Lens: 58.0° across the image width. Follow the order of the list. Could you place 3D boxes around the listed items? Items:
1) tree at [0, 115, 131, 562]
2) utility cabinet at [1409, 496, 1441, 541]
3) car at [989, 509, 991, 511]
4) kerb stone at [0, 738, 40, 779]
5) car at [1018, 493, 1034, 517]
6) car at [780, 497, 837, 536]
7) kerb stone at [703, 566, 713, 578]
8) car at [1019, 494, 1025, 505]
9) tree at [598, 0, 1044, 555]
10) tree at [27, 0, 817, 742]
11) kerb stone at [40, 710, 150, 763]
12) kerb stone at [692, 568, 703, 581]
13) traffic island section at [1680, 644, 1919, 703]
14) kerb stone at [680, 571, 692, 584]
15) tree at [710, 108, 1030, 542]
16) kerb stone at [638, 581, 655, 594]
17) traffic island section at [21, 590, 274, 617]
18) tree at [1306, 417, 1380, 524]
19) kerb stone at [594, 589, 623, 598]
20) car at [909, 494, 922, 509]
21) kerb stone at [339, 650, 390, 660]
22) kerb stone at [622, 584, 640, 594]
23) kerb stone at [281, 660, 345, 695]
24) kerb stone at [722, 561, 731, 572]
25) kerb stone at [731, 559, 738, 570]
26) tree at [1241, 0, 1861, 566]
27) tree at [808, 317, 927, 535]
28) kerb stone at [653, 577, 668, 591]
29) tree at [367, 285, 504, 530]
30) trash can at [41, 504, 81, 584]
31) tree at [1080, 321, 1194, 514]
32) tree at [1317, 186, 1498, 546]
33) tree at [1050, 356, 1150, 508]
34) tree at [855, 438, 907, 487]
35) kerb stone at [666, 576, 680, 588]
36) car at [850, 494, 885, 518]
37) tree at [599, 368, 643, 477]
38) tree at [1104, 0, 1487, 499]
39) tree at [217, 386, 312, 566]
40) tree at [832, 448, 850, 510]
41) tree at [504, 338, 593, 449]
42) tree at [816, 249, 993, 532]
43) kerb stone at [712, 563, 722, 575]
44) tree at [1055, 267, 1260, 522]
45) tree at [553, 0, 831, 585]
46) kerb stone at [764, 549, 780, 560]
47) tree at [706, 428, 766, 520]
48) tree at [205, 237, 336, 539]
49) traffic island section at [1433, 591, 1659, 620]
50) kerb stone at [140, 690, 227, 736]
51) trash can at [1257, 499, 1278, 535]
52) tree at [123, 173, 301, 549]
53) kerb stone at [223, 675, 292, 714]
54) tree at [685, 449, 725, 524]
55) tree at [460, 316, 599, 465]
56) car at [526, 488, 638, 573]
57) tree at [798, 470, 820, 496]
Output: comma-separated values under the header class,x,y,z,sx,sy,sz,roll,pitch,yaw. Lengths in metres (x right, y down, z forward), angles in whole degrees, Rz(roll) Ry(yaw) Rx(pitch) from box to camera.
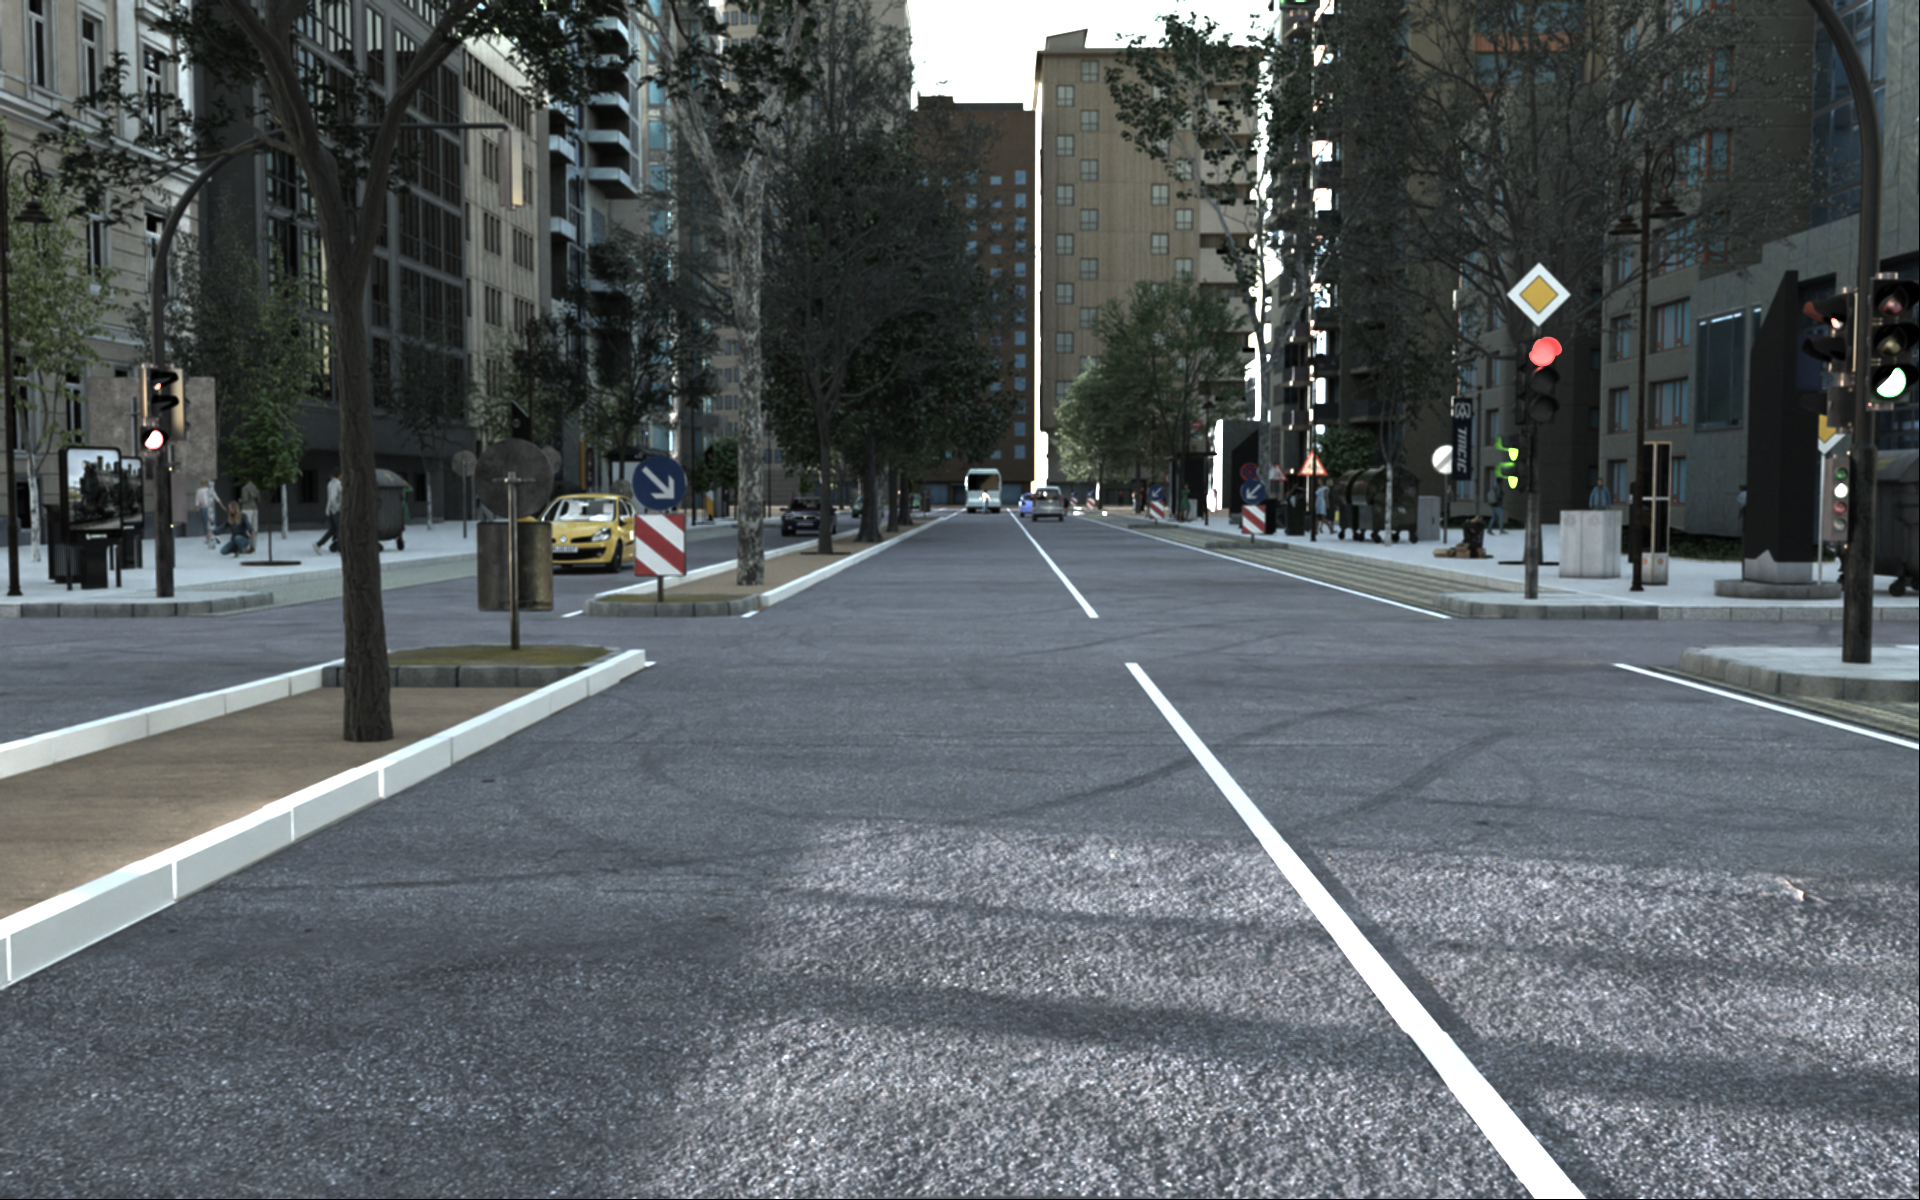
class,x,y,z,sx,sy,sz,roll,pitch,yaw
tree,-17.520,-5.017,32.386,4.737,8.622,4.395,0,3,0
utility cabinet,12.808,-2.235,47.707,1.020,1.237,0.306,-3,4,-37
car,1.793,-8.509,148.163,2.155,1.783,4.494,0,4,1
kerb stone,-4.852,0.829,8.634,0.120,0.150,1.000,0,4,1
car,4.588,-6.004,107.757,1.945,1.707,3.694,0,4,1
car,-5.231,-2.914,60.216,1.945,1.354,3.894,0,4,0
kerb stone,-4.420,-0.456,29.682,0.120,0.150,1.000,0,4,1
car,6.543,-9.325,164.470,2.014,1.417,4.499,0,4,3
tree,-3.154,-7.802,40.392,12.009,13.543,11.850,0,3,0
tree,-3.408,-4.478,10.092,8.767,10.594,7.601,0,4,1
kerb stone,-4.837,0.767,9.656,0.120,0.150,1.000,0,4,1
kerb stone,-4.437,-0.393,28.652,0.120,0.150,1.000,0,4,1
traffic island section,6.854,0.553,13.236,2.009,0.180,2.903,0,4,1
kerb stone,-4.462,-0.332,27.622,0.120,0.150,1.000,0,4,1
tree,-2.698,-8.063,51.299,9.611,12.733,9.660,0,3,0
kerb stone,-4.525,-0.142,24.550,0.120,0.150,1.000,0,4,1
traffic island section,-9.918,0.043,21.574,2.009,0.180,2.903,0,4,1
tree,16.210,-5.498,73.610,4.285,4.588,4.351,0,3,0
kerb stone,-4.575,-0.019,22.503,0.120,0.150,1.000,0,4,1
car,-3.889,-8.319,144.818,1.959,1.807,4.718,0,4,1
kerb stone,-4.748,0.517,13.749,0.120,0.150,1.000,0,4,1
kerb stone,-4.545,-0.079,23.528,0.120,0.150,1.000,0,4,1
kerb stone,-4.768,0.582,12.728,0.120,0.150,1.000,0,4,1
kerb stone,-4.384,-0.579,31.737,0.120,0.150,1.000,0,4,1
kerb stone,-4.359,-0.644,32.758,0.120,0.150,1.000,0,4,1
tree,10.441,-7.393,31.241,12.009,13.543,11.850,0,3,0
tree,-2.732,-6.490,58.926,4.737,8.622,4.395,0,3,0
kerb stone,-4.509,-0.203,25.578,0.120,0.150,1.000,0,4,1
tree,-18.714,-6.746,60.664,4.360,8.622,3.978,0,3,0
trash can,-12.826,-0.816,24.998,0.748,1.137,0.748,0,3,0
tree,11.340,-11.977,113.956,7.486,12.596,7.792,0,3,0
tree,10.749,-5.619,42.233,4.360,8.622,3.978,0,3,0
tree,13.129,-15.581,161.408,9.857,13.997,8.962,0,3,0
tree,-2.748,-7.253,71.405,4.360,8.622,3.978,0,3,0
kerb stone,-4.483,-0.269,26.600,0.120,0.150,1.000,0,4,1
car,-5.606,-5.749,105.792,2.131,1.459,4.920,0,4,0
tree,-18.963,-8.786,94.010,4.737,8.622,4.395,0,3,0
tree,11.703,-12.404,58.688,12.611,20.169,13.585,0,3,0
tree,-12.648,-2.245,31.315,1.663,3.219,1.824,0,3,0
tree,-9.470,-13.049,139.103,9.928,11.665,9.643,0,3,0
tree,-19.130,-7.921,79.865,4.360,8.622,3.978,0,3,0
tree,-2.612,-8.833,65.005,7.486,12.596,7.792,0,3,0
kerb stone,-4.398,-0.521,30.712,0.120,0.150,1.000,0,4,1
tree,10.212,-9.493,80.971,9.928,11.665,9.643,0,3,0
tree,-4.481,-10.343,27.458,12.611,20.169,13.585,0,3,0
kerb stone,-4.233,-1.019,38.902,0.120,0.150,1.000,0,4,1
tree,-11.215,-6.254,85.966,4.285,4.588,4.351,0,3,0
tree,-19.395,-6.030,48.959,4.737,8.622,4.395,0,3,0
traffic island section,7.020,0.065,21.219,2.009,0.180,2.903,0,4,1
kerb stone,-4.815,0.704,10.677,0.120,0.150,1.000,0,4,1
trash can,9.729,-2.650,54.983,0.748,1.137,0.748,0,3,0
tree,-17.464,-5.496,40.218,4.360,8.622,3.978,0,3,0
kerb stone,-4.799,0.649,11.705,0.120,0.150,1.000,0,4,1
tree,-10.934,-4.839,73.715,1.663,3.219,1.824,0,3,0
tree,-18.157,-7.378,70.992,4.737,8.622,4.395,0,3,0
car,-7.001,-1.366,32.563,2.015,1.641,3.980,0,4,1
tree,-11.047,-7.829,122.607,1.663,3.219,1.824,0,3,0
